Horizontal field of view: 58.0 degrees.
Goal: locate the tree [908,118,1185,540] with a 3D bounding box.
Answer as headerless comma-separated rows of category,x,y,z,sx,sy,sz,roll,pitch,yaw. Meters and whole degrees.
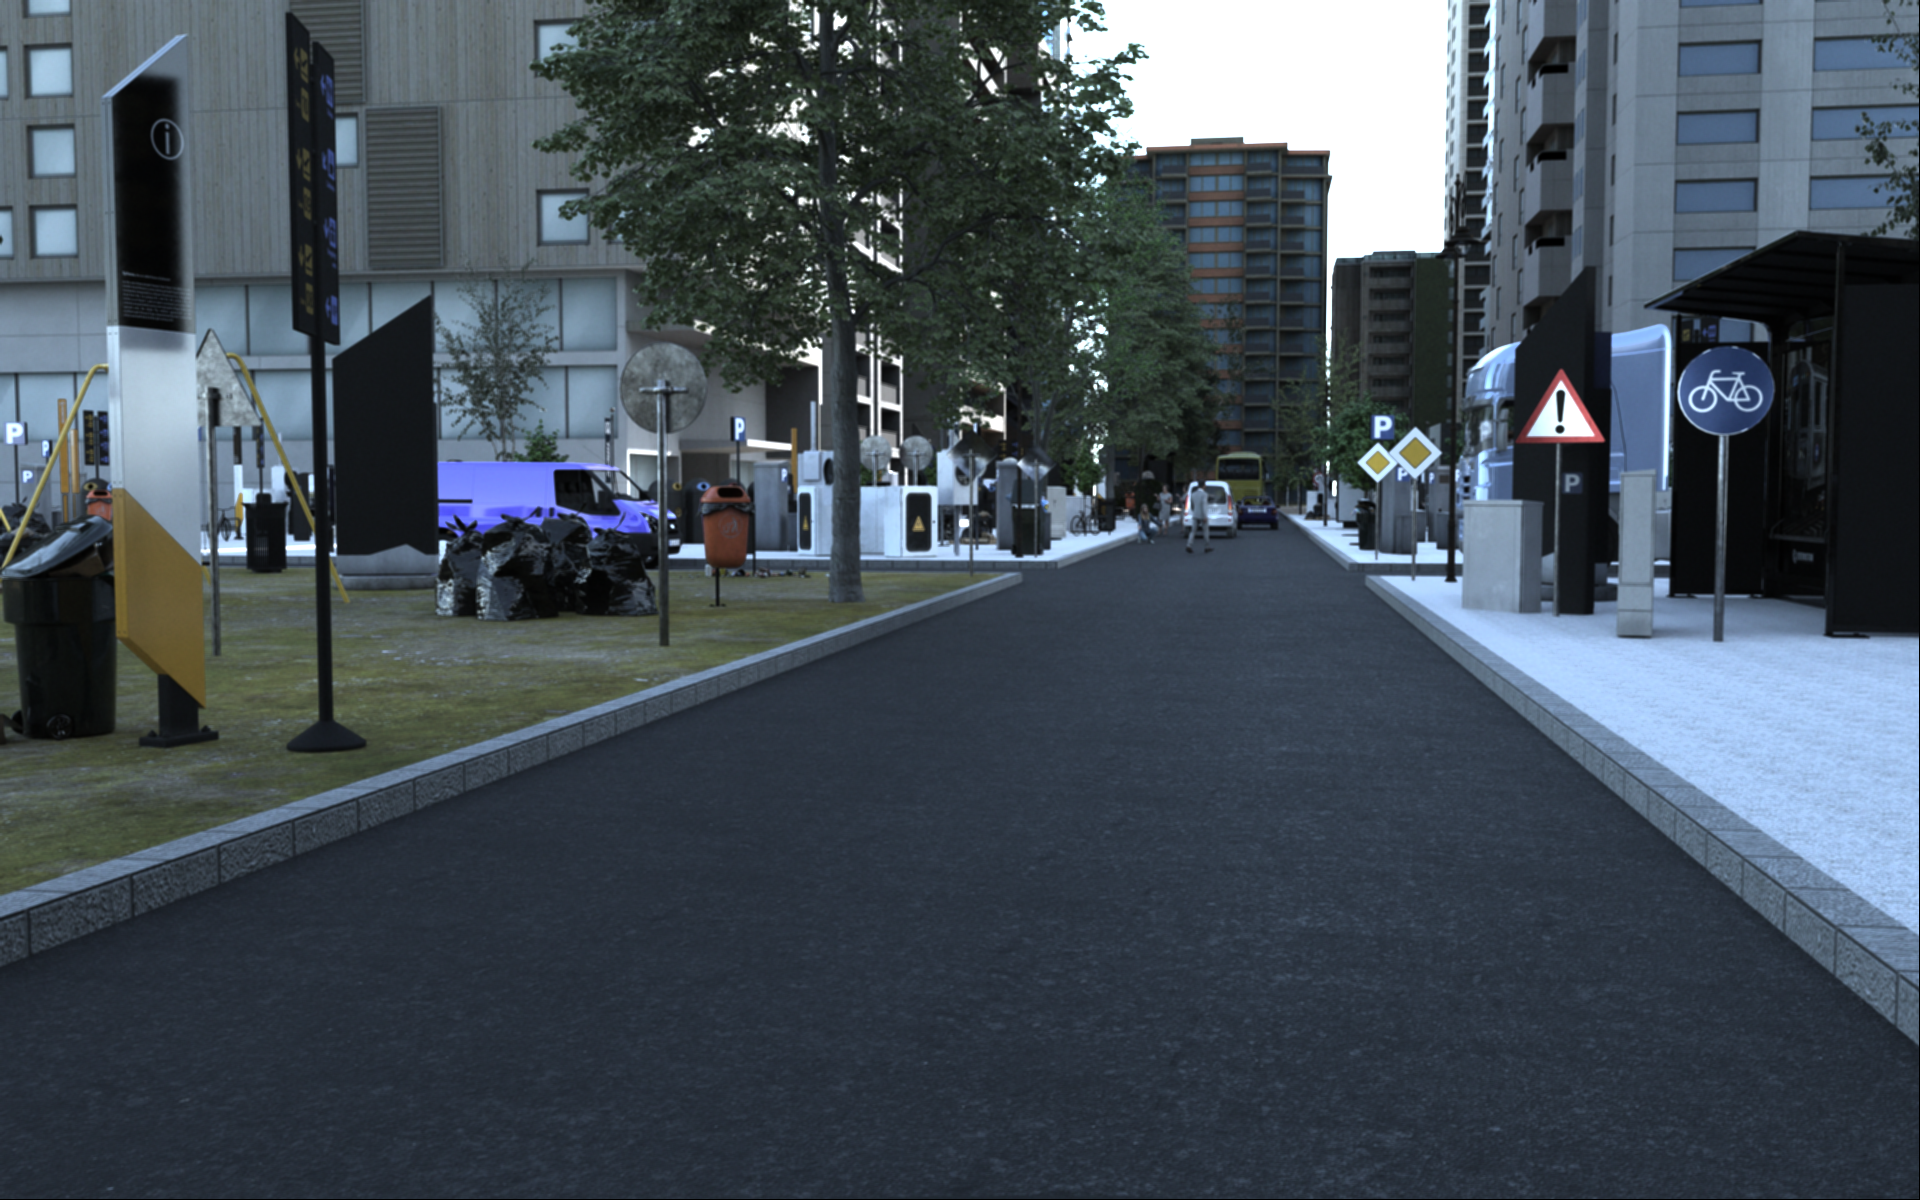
tree,2.296,-7.474,47.962,9.928,11.665,9.643,0,3,0

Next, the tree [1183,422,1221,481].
tree,24.749,-13.752,175.204,4.360,8.622,3.978,0,3,0

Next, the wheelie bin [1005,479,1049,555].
wheelie bin,1.433,-1.758,36.644,0.980,1.594,0.693,1,4,16

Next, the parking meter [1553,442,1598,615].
parking meter,6.568,-0.783,18.521,0.399,1.863,0.255,3,5,40

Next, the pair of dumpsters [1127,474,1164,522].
pair of dumpsters,8.836,-4.771,80.506,1.574,2.255,4.437,1,4,10

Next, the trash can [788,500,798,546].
trash can,-3.767,-1.801,41.102,0.748,1.137,0.748,0,3,0

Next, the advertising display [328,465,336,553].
advertising display,-13.990,-2.023,38.295,0.123,1.923,0.974,-2,4,-33

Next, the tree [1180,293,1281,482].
tree,23.321,-18.832,163.789,12.611,20.169,13.585,0,3,0

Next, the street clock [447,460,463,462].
street clock,-10.689,-1.966,36.714,0.471,2.002,0.358,1,4,19

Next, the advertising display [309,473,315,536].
advertising display,-19.423,-2.917,52.899,0.974,1.923,0.123,0,4,1

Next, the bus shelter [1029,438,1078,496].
bus shelter,4.174,-5.063,74.059,1.731,3.624,6.357,1,4,9

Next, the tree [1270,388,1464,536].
tree,12.519,-4.240,53.034,4.285,4.588,4.351,0,3,0

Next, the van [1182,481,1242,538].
van,8.357,-3.098,57.671,2.013,2.044,4.112,1,4,11

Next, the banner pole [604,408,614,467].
banner pole,-10.120,-3.676,50.113,0.401,3.779,0.863,0,4,8

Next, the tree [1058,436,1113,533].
tree,4.011,-3.848,57.510,1.663,3.219,1.824,0,3,0

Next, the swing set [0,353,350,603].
swing set,-9.098,-1.369,20.005,3.119,2.851,2.862,3,4,36

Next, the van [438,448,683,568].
van,-7.919,-1.750,32.992,5.245,2.365,2.240,1,4,11

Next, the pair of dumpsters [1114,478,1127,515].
pair of dumpsters,9.941,-6.241,104.534,1.574,2.255,4.437,1,4,10

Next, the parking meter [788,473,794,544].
parking meter,-4.365,-2.290,43.154,0.399,1.863,0.255,-3,4,-37

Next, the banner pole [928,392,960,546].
banner pole,-0.280,-3.220,42.662,0.401,3.779,0.863,3,5,44

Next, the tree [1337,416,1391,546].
tree,10.246,-2.986,43.429,1.663,3.219,1.824,0,3,0

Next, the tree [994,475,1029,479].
tree,2.574,-5.424,83.289,1.663,3.219,1.824,0,3,0

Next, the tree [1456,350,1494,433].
tree,26.615,-8.229,84.904,4.737,8.622,4.395,0,3,0

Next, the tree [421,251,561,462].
tree,-13.772,-6.189,51.552,4.360,8.622,3.978,0,3,0

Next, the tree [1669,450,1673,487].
tree,27.800,-4.491,68.026,1.663,3.219,1.824,0,3,0

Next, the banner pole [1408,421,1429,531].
banner pole,15.880,-4.270,59.838,0.863,3.779,0.401,1,4,8

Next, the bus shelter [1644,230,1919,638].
bus shelter,8.806,-1.657,18.382,1.731,3.624,6.357,1,4,10

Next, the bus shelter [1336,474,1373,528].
bus shelter,14.624,-4.226,63.025,2.014,3.302,5.546,1,4,10

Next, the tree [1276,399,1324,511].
tree,26.395,-11.231,133.984,4.360,8.622,3.978,0,3,0

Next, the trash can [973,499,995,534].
trash can,0.577,-2.162,46.994,0.748,1.137,0.748,0,3,0

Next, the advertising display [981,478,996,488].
advertising display,1.307,-3.949,69.775,0.974,1.923,0.123,-2,4,-25

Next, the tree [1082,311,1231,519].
tree,9.295,-9.401,88.111,7.601,10.594,8.767,3,4,36

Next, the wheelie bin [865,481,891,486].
wheelie bin,-2.022,-2.180,43.545,0.980,1.594,0.693,-1,4,-19

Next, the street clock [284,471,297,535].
street clock,-21.104,-3.066,54.703,0.358,2.002,0.471,0,4,7

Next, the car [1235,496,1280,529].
car,12.241,-3.604,71.499,1.945,1.354,3.894,1,4,9

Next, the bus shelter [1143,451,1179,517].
bus shelter,11.422,-6.539,98.197,1.731,3.624,6.357,1,4,10

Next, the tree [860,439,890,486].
tree,-3.560,-4.085,61.394,1.663,3.219,1.824,0,3,0

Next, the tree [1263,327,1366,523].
tree,16.119,-7.734,76.806,4.737,8.622,4.395,0,3,0

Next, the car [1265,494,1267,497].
car,19.752,-6.666,117.667,2.281,1.827,5.304,0,4,8

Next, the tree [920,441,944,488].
tree,-0.553,-4.115,61.879,1.663,3.219,1.824,0,3,0

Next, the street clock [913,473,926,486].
street clock,-1.399,-3.411,60.334,0.358,2.002,0.471,-3,4,-37

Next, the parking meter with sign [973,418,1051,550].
parking meter with sign,1.208,-2.663,39.806,1.738,3.016,0.543,-1,4,-8

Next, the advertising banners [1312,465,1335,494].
advertising banners,21.740,-6.485,102.225,2.074,3.025,0.090,1,4,21

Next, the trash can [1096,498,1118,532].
trash can,5.042,-2.927,59.502,0.748,1.137,0.748,0,3,0

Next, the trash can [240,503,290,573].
trash can,-11.305,-1.013,28.215,0.748,1.137,0.748,0,3,0

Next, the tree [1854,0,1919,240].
tree,13.306,-4.383,22.028,4.360,8.622,3.978,0,3,0

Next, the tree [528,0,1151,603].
tree,-1.773,-6.262,20.504,7.486,12.596,7.792,0,3,0

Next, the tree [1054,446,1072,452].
tree,6.581,-7.431,105.215,4.285,4.588,4.351,0,3,0

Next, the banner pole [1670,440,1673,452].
banner pole,29.378,-4.948,70.922,0.863,3.779,0.401,3,5,45

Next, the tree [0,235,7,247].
tree,-5.061,-1.341,5.645,4.285,4.588,4.351,0,3,0

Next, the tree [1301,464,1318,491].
tree,22.553,-7.036,109.641,1.663,3.219,1.824,0,3,0

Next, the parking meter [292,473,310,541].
parking meter,-18.007,-2.545,47.318,0.399,1.863,0.255,1,4,19

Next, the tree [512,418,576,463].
tree,-10.544,-3.025,44.057,1.663,3.219,1.824,0,3,0
